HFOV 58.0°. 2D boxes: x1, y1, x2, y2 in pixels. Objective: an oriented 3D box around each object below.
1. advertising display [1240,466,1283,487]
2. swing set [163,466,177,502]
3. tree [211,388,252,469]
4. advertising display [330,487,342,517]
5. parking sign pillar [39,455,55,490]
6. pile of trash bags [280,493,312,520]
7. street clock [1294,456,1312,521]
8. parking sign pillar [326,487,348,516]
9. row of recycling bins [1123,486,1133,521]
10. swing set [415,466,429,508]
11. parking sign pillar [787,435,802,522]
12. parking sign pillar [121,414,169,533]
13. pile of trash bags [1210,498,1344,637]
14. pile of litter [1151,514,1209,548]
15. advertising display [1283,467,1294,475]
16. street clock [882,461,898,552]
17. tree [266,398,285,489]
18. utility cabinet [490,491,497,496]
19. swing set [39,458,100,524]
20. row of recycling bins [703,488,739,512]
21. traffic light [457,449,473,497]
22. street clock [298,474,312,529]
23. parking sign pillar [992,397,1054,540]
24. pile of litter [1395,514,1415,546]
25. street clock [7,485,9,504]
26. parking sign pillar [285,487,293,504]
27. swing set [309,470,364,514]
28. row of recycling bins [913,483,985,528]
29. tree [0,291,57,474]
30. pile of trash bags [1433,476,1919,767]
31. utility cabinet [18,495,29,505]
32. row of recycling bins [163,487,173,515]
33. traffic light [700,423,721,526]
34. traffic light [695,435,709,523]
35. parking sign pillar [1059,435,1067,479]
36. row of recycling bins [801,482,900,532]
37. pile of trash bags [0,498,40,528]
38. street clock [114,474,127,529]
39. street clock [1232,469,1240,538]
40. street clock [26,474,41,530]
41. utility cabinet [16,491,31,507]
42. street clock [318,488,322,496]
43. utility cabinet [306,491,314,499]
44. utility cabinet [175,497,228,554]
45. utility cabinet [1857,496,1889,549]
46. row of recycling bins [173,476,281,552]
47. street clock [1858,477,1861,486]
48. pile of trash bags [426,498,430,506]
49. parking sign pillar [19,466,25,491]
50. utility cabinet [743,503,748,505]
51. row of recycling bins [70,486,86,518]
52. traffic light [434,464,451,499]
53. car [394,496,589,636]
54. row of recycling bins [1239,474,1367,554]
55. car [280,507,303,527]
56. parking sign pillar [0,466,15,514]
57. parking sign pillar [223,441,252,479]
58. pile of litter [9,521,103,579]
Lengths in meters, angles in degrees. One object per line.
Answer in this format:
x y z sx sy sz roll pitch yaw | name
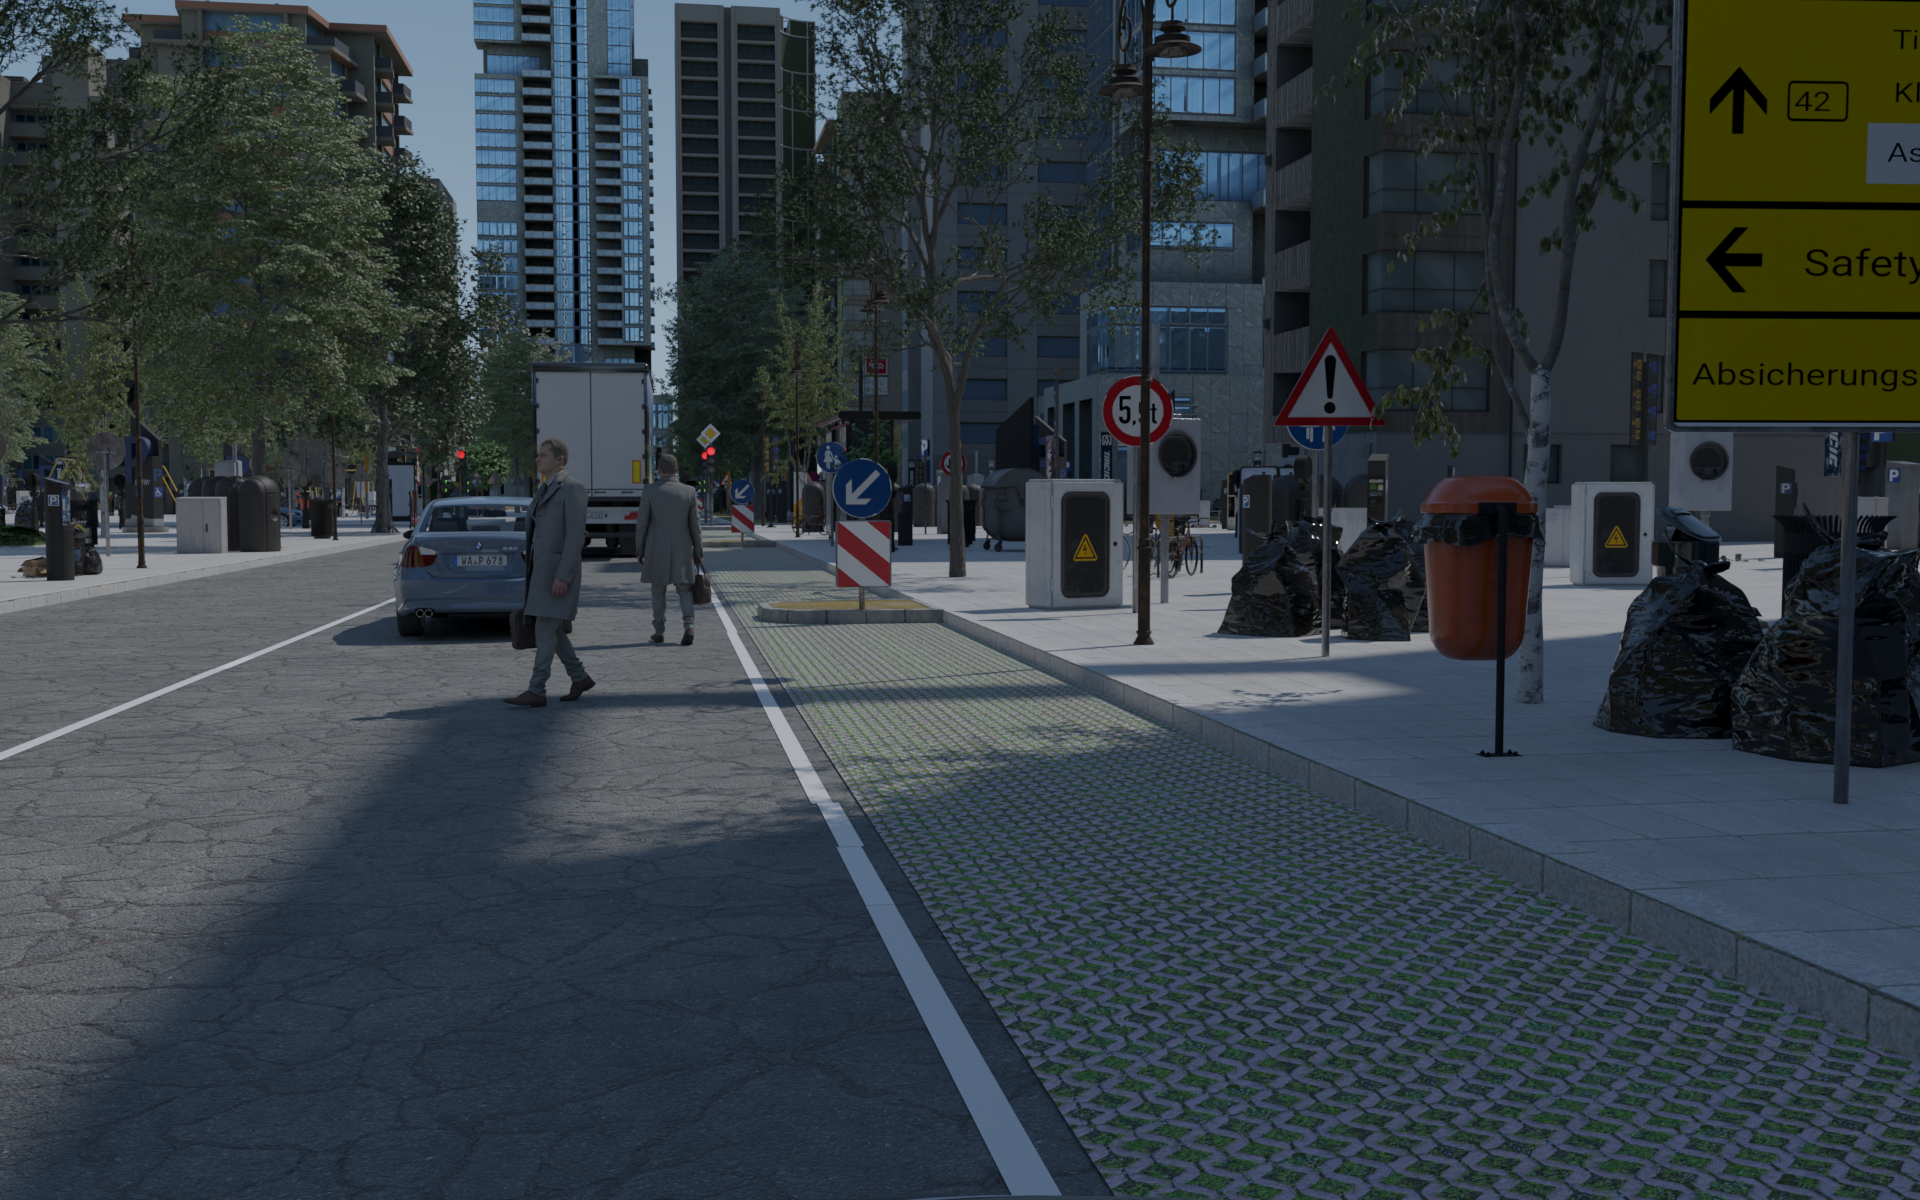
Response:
6.887 -2.117 39.833 0.974 1.923 0.123 3 4 36 | advertising display
-44.756 -6.070 96.866 2.862 2.851 3.119 -2 4 -32 | swing set
-35.049 -7.855 78.793 4.737 8.622 4.395 0 3 0 | tree
-34.895 -5.609 96.917 0.974 1.923 0.123 2 4 31 | advertising display
-62.083 -7.931 118.143 1.447 3.967 1.447 -1 4 -13 | parking sign pillar
-38.595 -5.381 97.732 3.447 1.369 1.912 -3 5 -45 | pile of trash bags
6.530 -1.739 32.998 0.358 2.002 0.471 2 4 29 | street clock
-35.956 -6.790 99.489 1.447 3.967 1.447 -3 5 -44 | parking sign pillar
7.333 -4.674 83.531 1.069 1.692 3.534 2 4 29 | row of recycling bins
-31.322 -6.174 98.559 2.862 2.851 3.119 -2 4 -35 | swing set
-7.683 -5.570 79.548 1.447 3.967 1.447 -1 4 -12 | parking sign pillar
-27.292 -4.247 57.911 1.447 3.967 1.447 2 4 24 | parking sign pillar
4.059 -0.421 16.637 1.912 1.369 3.447 3 5 41 | pile of trash bags
5.207 -1.717 42.035 1.176 0.858 1.719 -3 5 -40 | pile of litter
7.647 -2.173 40.743 0.974 1.923 0.123 -1 4 -11 | advertising display
-1.548 -2.053 38.142 0.358 2.002 0.471 -1 4 -20 | street clock
-45.490 -9.772 110.134 4.737 8.622 4.395 0 3 0 | tree
-29.859 -6.214 110.277 0.318 1.500 1.173 1 4 10 | utility cabinet
-39.087 -4.787 75.892 2.862 2.851 3.119 -1 4 -18 | swing set
-19.224 -8.362 143.827 3.534 1.692 1.069 -2 4 -27 | row of recycling bins
-21.567 -5.269 75.070 0.839 4.253 0.868 -1 4 -10 | traffic light
-24.185 -3.635 63.996 0.471 2.002 0.358 2 4 23 | street clock
1.620 -3.686 48.733 1.447 3.967 1.447 3 5 43 | parking sign pillar
9.739 -1.405 36.942 1.176 0.858 1.719 3 4 39 | pile of litter
-71.904 -7.702 130.501 0.358 2.002 0.471 1 4 22 | street clock
-45.949 -8.025 119.685 1.447 3.967 1.447 -1 4 -23 | parking sign pillar
-40.288 -6.959 111.407 3.119 2.851 2.862 -2 4 -35 | swing set
-0.415 -3.753 68.478 1.069 1.692 3.534 3 5 44 | row of recycling bins
-49.641 -10.325 86.939 7.486 12.596 7.792 0 3 0 | tree
3.994 0.051 8.927 3.447 1.369 1.912 -1 4 -10 | pile of trash bags
-45.020 -4.410 83.263 0.306 1.237 1.020 -3 4 -39 | utility cabinet
-49.414 -6.105 106.927 1.069 1.692 3.534 1 4 19 | row of recycling bins
-9.941 -4.898 69.001 0.839 4.253 0.868 -1 4 -10 | traffic light
-11.313 -5.379 76.868 0.839 4.253 0.868 -1 4 -10 | traffic light
3.029 -4.340 59.433 1.447 3.967 1.447 3 5 42 | parking sign pillar
-3.660 -3.139 58.439 3.534 1.692 1.069 1 4 12 | row of recycling bins
-35.906 -3.325 64.112 3.447 1.369 1.912 -1 4 -12 | pile of trash bags
-30.492 -3.575 63.021 0.471 2.002 0.358 0 4 3 | street clock
8.226 -2.836 50.943 0.471 2.002 0.358 -3 4 -36 | street clock
-32.696 -3.462 61.168 0.471 2.002 0.358 1 4 14 | street clock
-68.281 -7.195 126.323 0.318 1.500 1.173 1 4 8 | utility cabinet
-48.679 -7.797 132.052 0.471 2.002 0.358 2 4 35 | street clock
-47.806 -7.201 126.413 1.173 1.500 0.318 -2 4 -26 | utility cabinet
-16.405 -1.608 37.460 1.020 1.237 0.306 0 4 6 | utility cabinet
19.910 -1.638 37.938 0.306 1.237 1.020 0 4 -2 | utility cabinet
-16.585 -1.978 39.448 3.534 1.692 1.069 3 5 44 | row of recycling bins
33.172 -3.659 64.390 0.471 2.002 0.358 0 4 6 | street clock
-37.809 -6.750 120.118 3.447 1.369 1.912 -1 4 -13 | pile of trash bags
-74.447 -9.101 137.278 1.447 3.967 1.447 -1 4 -19 | parking sign pillar
-11.393 -4.959 92.242 0.306 1.237 1.020 0 4 -4 | utility cabinet
-48.764 -5.336 94.358 3.534 1.692 1.069 3 5 39 | row of recycling bins
-20.195 -4.788 67.203 0.839 4.253 0.868 -1 4 -10 | traffic light
-5.090 -0.423 18.920 2.014 1.417 4.499 -1 4 -11 | car
7.305 -1.788 36.343 1.069 1.692 3.534 -3 5 -42 | row of recycling bins
-29.096 -3.585 70.625 4.499 1.417 2.014 -1 4 -10 | car
-61.279 -7.471 110.625 1.447 3.967 1.447 -1 4 -15 | parking sign pillar
-36.725 -6.092 88.084 1.447 3.967 1.447 3 5 43 | parking sign pillar
-14.176 -0.804 27.105 1.176 0.858 1.719 1 4 19 | pile of litter
